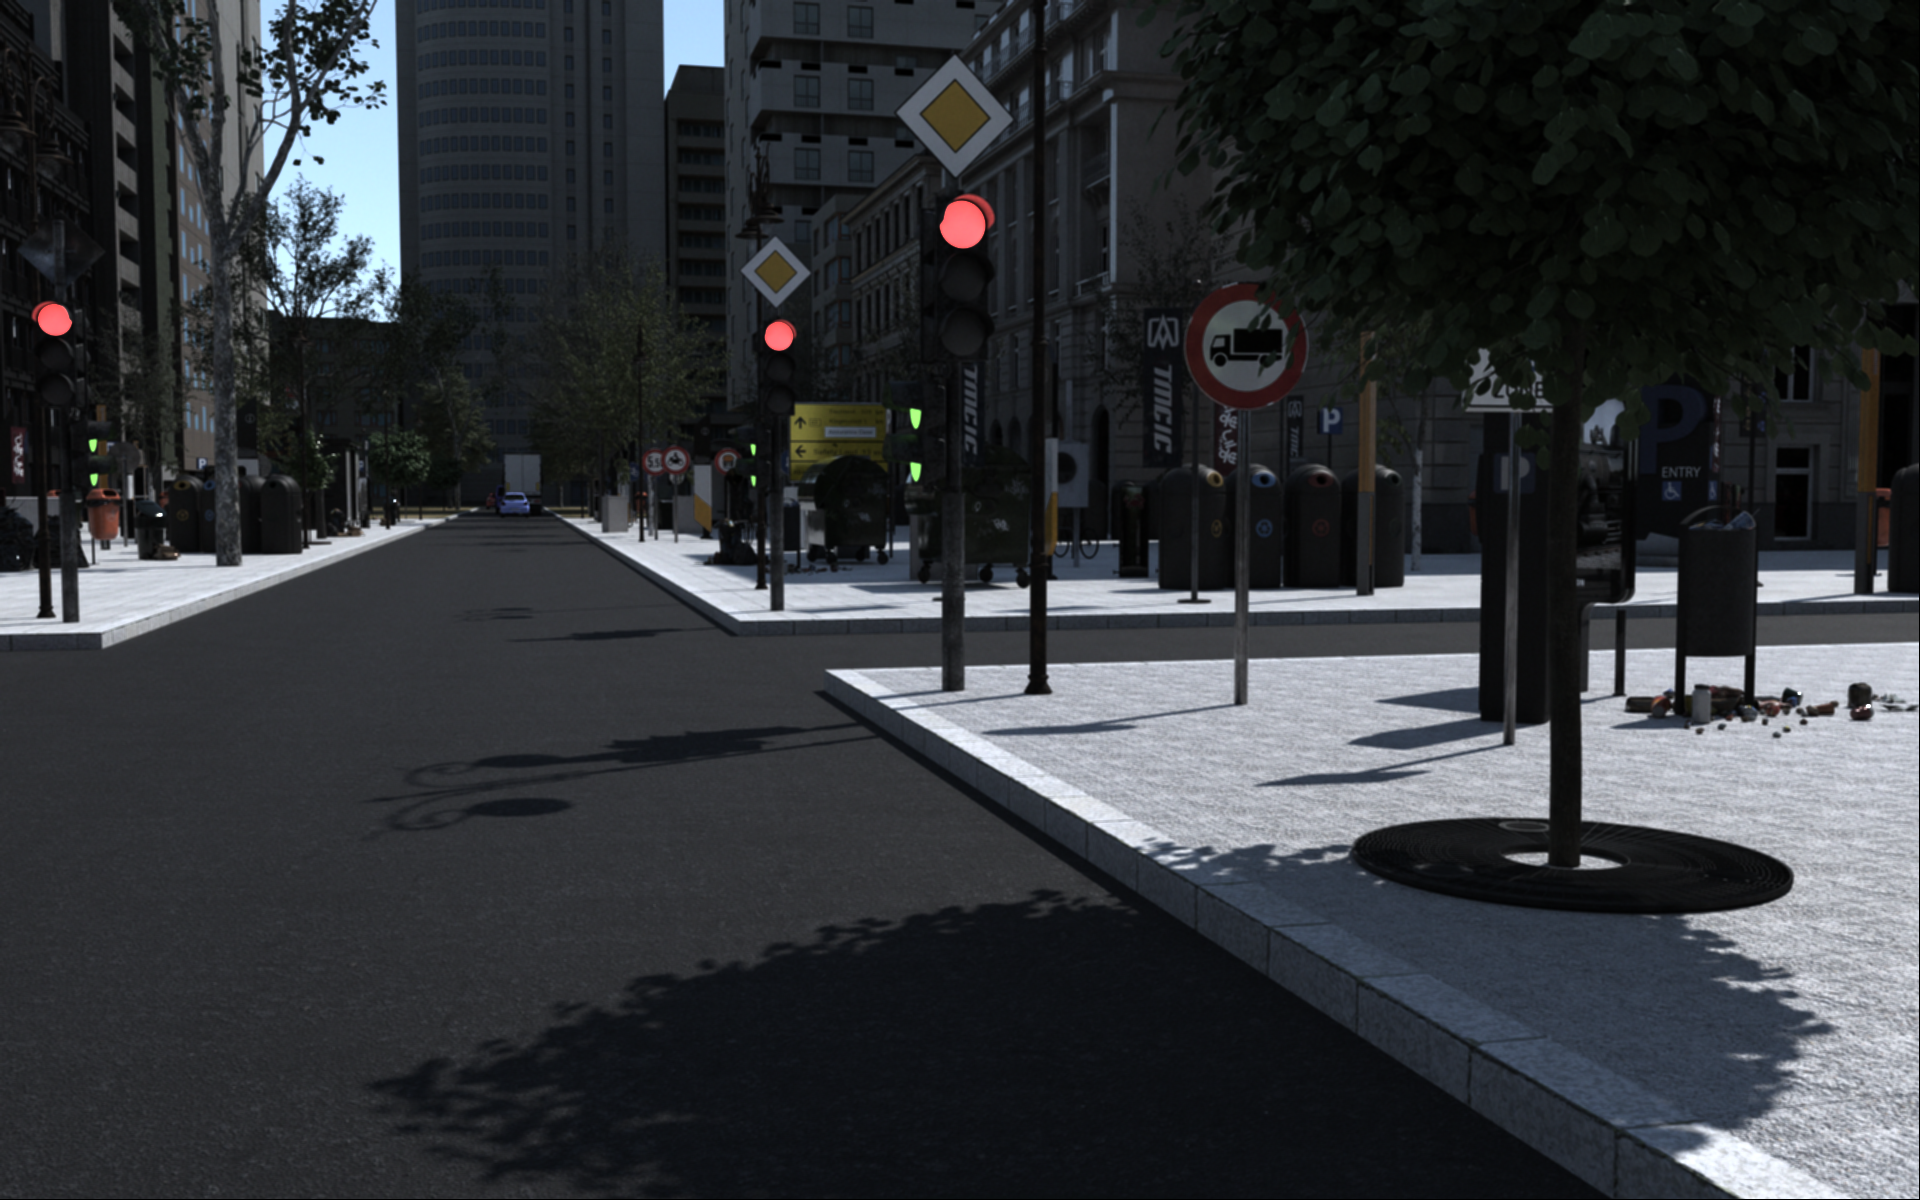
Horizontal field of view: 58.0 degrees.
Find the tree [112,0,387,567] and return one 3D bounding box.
[{"bbox_3d":[-11.537,-10.664,30.241,12.611,20.169,13.585,0,3,0],"label":"tree"}]

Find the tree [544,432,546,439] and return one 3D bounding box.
[{"bbox_3d":[-36.148,-12.687,157.787,4.360,8.622,3.978,0,3,0],"label":"tree"}]

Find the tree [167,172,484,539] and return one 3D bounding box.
[{"bbox_3d":[-18.387,-7.053,49.723,8.767,10.594,7.601,-1,4,-15],"label":"tree"}]

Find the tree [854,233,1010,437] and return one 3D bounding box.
[{"bbox_3d":[-0.757,-6.001,48.478,4.360,8.622,3.978,0,3,0],"label":"tree"}]

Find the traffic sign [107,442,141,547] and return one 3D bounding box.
[{"bbox_3d":[-20.343,-2.572,42.166,0.768,2.556,0.104,-1,4,-12],"label":"traffic sign"}]

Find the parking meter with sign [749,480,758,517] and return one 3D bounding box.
[{"bbox_3d":[-11.011,-5.932,93.250,0.543,3.016,1.738,-3,5,-43],"label":"parking meter with sign"}]

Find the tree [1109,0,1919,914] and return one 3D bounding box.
[{"bbox_3d":[2.163,-1.357,5.904,4.285,4.588,4.351,0,3,0],"label":"tree"}]

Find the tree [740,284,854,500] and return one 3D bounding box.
[{"bbox_3d":[-5.244,-6.787,61.334,4.360,8.622,3.978,0,3,0],"label":"tree"}]

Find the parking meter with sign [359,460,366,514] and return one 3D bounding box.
[{"bbox_3d":[-30.882,-5.653,88.694,0.543,3.016,1.738,0,4,-2],"label":"parking meter with sign"}]

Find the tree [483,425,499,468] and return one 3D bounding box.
[{"bbox_3d":[-47.743,-14.110,165.117,8.767,10.594,7.601,0,4,5],"label":"tree"}]

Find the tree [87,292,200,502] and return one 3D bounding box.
[{"bbox_3d":[-29.551,-6.886,62.955,4.360,8.622,3.978,0,3,0],"label":"tree"}]

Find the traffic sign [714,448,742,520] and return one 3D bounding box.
[{"bbox_3d":[-6.423,-2.933,48.067,0.768,2.556,0.104,-1,4,-9],"label":"traffic sign"}]

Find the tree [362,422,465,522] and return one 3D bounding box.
[{"bbox_3d":[-25.548,-5.815,78.790,4.285,4.588,4.351,0,3,0],"label":"tree"}]

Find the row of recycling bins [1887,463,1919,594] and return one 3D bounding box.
[{"bbox_3d":[13.804,-0.976,23.069,3.534,1.692,1.069,-1,4,-21],"label":"row of recycling bins"}]

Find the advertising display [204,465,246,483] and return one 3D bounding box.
[{"bbox_3d":[-16.679,-2.089,39.361,0.123,1.923,0.974,2,4,35],"label":"advertising display"}]

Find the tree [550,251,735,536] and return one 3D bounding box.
[{"bbox_3d":[-9.274,-6.253,52.607,4.737,8.622,4.395,0,3,0],"label":"tree"}]

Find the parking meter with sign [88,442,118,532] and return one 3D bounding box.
[{"bbox_3d":[-28.799,-3.781,58.082,1.738,3.016,0.543,3,5,44],"label":"parking meter with sign"}]

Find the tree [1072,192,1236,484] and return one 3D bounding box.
[{"bbox_3d":[4.950,-5.579,41.581,4.360,8.622,3.978,0,3,0],"label":"tree"}]

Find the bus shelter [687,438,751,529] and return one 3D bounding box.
[{"bbox_3d":[-9.249,-4.385,65.624,2.014,3.302,5.546,-1,4,-14],"label":"bus shelter"}]

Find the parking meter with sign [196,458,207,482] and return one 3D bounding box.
[{"bbox_3d":[-36.017,-5.346,83.672,1.738,3.016,0.543,2,4,27],"label":"parking meter with sign"}]

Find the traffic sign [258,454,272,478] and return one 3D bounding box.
[{"bbox_3d":[-22.304,-3.366,55.137,0.768,2.556,0.104,-1,4,-13],"label":"traffic sign"}]

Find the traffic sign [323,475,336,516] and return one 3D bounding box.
[{"bbox_3d":[-22.713,-3.777,61.764,0.884,2.594,0.081,-1,4,-11],"label":"traffic sign"}]

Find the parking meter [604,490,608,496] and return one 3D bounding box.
[{"bbox_3d":[-18.361,-5.004,90.224,0.372,1.533,0.369,0,3,0],"label":"parking meter"}]

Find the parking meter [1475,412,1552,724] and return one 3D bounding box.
[{"bbox_3d":[3.129,-0.248,9.771,0.399,1.863,0.255,2,4,29],"label":"parking meter"}]

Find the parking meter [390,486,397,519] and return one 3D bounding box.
[{"bbox_3d":[-29.185,-5.115,89.348,0.255,1.863,0.399,0,4,7],"label":"parking meter"}]

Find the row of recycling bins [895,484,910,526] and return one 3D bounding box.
[{"bbox_3d":[-3.608,-3.926,71.307,3.534,1.692,1.069,1,4,21],"label":"row of recycling bins"}]

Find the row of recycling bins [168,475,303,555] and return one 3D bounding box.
[{"bbox_3d":[-15.763,-1.869,37.675,3.534,1.692,1.069,2,4,24],"label":"row of recycling bins"}]

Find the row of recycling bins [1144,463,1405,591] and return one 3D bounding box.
[{"bbox_3d":[4.408,-1.020,23.784,3.534,1.692,1.069,-1,4,-16],"label":"row of recycling bins"}]

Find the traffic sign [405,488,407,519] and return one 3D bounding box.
[{"bbox_3d":[-28.416,-5.429,88.768,0.884,2.594,0.081,0,4,-7],"label":"traffic sign"}]

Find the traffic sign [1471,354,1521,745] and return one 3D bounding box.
[{"bbox_3d":[2.812,-0.408,8.801,0.606,2.300,0.079,-1,4,-11],"label":"traffic sign"}]

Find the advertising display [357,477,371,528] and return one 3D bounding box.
[{"bbox_3d":[-22.419,-3.667,65.175,0.123,1.923,0.974,-3,5,-39],"label":"advertising display"}]

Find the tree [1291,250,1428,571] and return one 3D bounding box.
[{"bbox_3d":[7.407,-4.797,28.796,4.737,8.622,4.395,0,3,0],"label":"tree"}]

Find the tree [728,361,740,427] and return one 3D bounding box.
[{"bbox_3d":[-8.980,-8.120,83.127,4.360,8.622,3.978,0,3,0],"label":"tree"}]

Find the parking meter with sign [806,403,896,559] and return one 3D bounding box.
[{"bbox_3d":[-2.178,-2.335,34.434,1.738,3.016,0.543,-1,4,-16],"label":"parking meter with sign"}]

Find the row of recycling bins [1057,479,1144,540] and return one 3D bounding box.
[{"bbox_3d":[4.204,-2.534,48.545,3.534,1.692,1.069,0,4,-8],"label":"row of recycling bins"}]

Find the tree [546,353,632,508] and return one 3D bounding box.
[{"bbox_3d":[-18.646,-8.430,88.187,4.360,8.622,3.978,0,3,0],"label":"tree"}]

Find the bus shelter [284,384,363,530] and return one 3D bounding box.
[{"bbox_3d":[-24.187,-5.404,65.993,2.179,5.291,8.768,-1,4,-14],"label":"bus shelter"}]

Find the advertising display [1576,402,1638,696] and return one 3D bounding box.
[{"bbox_3d":[3.925,-0.372,11.301,0.123,1.923,0.974,-3,5,-40],"label":"advertising display"}]

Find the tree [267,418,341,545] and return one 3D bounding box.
[{"bbox_3d":[-16.503,-3.026,44.070,1.663,3.219,1.824,0,3,0],"label":"tree"}]

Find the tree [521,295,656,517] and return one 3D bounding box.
[{"bbox_3d":[-20.427,-10.967,97.433,7.486,12.596,7.792,0,3,0],"label":"tree"}]

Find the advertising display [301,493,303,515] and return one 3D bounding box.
[{"bbox_3d":[-22.324,-3.218,57.826,0.974,1.923,0.123,0,4,6],"label":"advertising display"}]

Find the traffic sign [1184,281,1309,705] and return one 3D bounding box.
[{"bbox_3d":[1.715,-0.636,10.498,0.768,2.556,0.104,0,4,-6],"label":"traffic sign"}]

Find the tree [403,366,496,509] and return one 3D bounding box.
[{"bbox_3d":[-44.730,-14.303,151.981,7.486,12.596,7.792,0,3,0],"label":"tree"}]

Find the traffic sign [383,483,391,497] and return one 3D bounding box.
[{"bbox_3d":[-27.767,-5.029,84.357,0.606,2.300,0.079,-1,4,-10],"label":"traffic sign"}]

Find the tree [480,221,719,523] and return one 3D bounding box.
[{"bbox_3d":[-15.963,-10.212,77.333,12.009,13.543,11.850,0,3,0],"label":"tree"}]

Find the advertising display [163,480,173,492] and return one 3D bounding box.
[{"bbox_3d":[-37.061,-4.644,81.140,0.974,1.923,0.123,3,5,44],"label":"advertising display"}]

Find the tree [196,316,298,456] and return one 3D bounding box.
[{"bbox_3d":[-29.713,-7.487,72.770,4.737,8.622,4.395,0,3,0],"label":"tree"}]

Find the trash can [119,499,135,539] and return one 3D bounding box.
[{"bbox_3d":[-23.808,-2.331,49.773,0.748,1.137,0.748,0,3,0],"label":"trash can"}]

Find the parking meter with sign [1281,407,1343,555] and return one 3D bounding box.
[{"bbox_3d":[7.103,-2.397,35.453,0.543,3.016,1.738,-1,4,-21],"label":"parking meter with sign"}]
